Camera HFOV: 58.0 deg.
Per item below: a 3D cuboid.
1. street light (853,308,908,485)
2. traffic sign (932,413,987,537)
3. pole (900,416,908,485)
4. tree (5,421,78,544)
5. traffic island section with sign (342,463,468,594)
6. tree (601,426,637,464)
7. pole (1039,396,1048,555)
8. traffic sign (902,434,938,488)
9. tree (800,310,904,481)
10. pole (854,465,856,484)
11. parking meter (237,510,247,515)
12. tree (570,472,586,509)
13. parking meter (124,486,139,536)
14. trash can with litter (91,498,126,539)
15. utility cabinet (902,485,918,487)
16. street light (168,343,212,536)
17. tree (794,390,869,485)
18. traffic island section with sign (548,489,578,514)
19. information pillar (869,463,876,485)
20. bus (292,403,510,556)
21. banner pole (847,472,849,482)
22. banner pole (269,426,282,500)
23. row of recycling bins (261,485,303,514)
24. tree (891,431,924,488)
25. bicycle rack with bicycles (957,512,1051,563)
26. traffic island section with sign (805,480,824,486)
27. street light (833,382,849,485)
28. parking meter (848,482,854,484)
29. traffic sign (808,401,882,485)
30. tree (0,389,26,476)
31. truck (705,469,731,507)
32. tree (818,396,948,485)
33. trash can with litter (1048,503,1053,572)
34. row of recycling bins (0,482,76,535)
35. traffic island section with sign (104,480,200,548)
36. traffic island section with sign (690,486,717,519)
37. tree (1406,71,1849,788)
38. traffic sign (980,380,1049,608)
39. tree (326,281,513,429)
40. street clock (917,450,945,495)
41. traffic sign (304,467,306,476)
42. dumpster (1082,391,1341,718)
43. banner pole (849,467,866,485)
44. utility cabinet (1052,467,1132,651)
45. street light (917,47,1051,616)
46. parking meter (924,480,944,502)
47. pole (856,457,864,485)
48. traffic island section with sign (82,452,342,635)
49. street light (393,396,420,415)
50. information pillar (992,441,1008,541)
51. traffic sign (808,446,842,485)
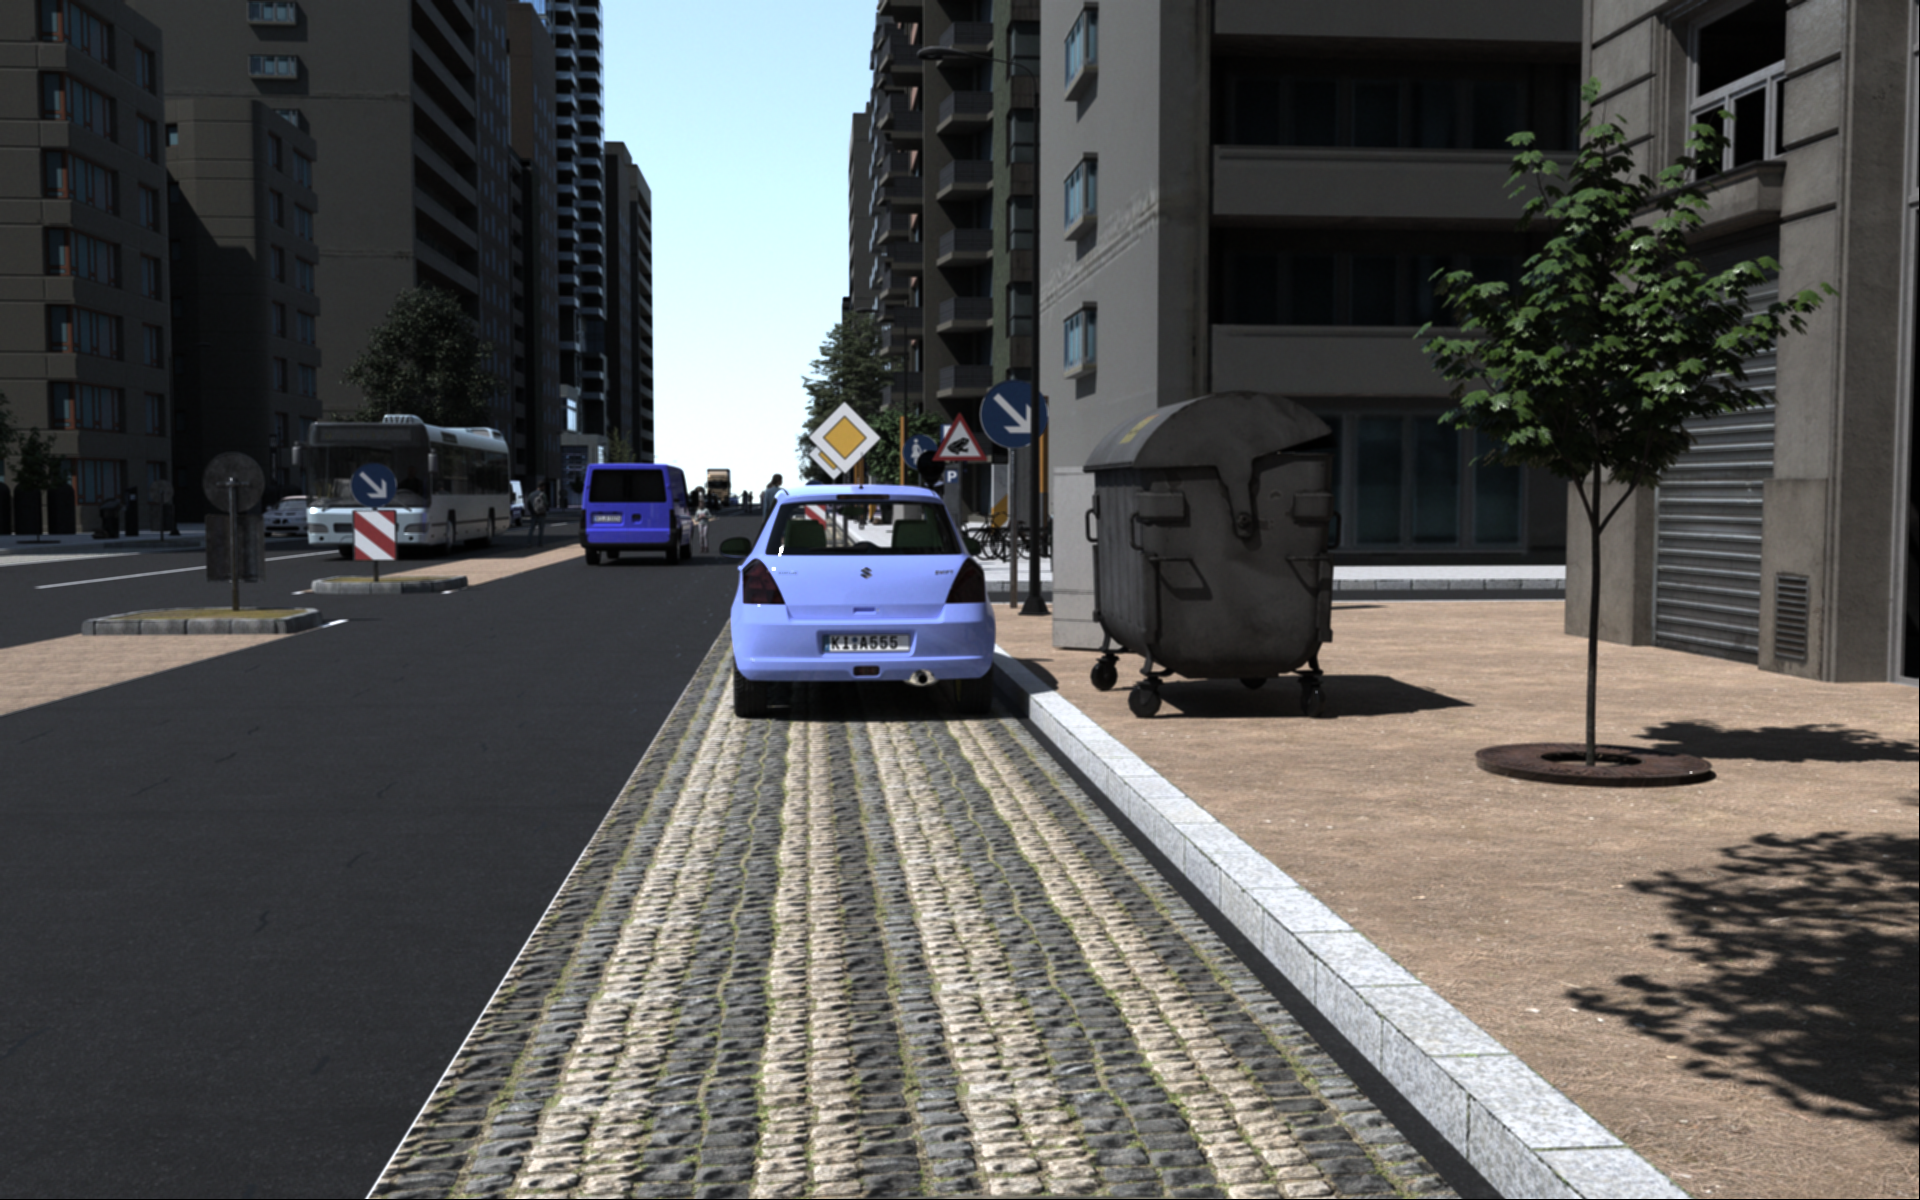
[{"bbox_3d":[-1.904,-4.336,43.434,1.470,5.913,1.316,0,4,-5],"label":"street light"},{"bbox_3d":[-0.003,-1.699,27.779,0.884,2.594,0.081,0,4,2],"label":"traffic sign"},{"bbox_3d":[-1.461,-3.154,45.407,0.158,3.312,0.155,0,3,0],"label":"pole"},{"bbox_3d":[-24.186,-3.093,45.168,1.663,3.219,1.824,0,3,0],"label":"tree"},{"bbox_3d":[-8.568,-1.082,25.820,2.006,1.907,1.989,0,4,-5],"label":"traffic island section with sign"},{"bbox_3d":[-36.688,-14.502,187.462,4.737,8.622,4.395,0,3,0],"label":"tree"},{"bbox_3d":[1.734,-2.585,36.106,0.158,3.312,0.155,0,3,0],"label":"pole"},{"bbox_3d":[-0.844,-2.252,36.918,0.768,2.556,0.104,0,4,-3],"label":"traffic sign"},{"bbox_3d":[-6.443,-11.582,107.487,7.486,12.596,7.792,0,3,0],"label":"tree"},{"bbox_3d":[-4.620,-5.072,76.774,0.158,3.312,0.155,0,3,0],"label":"pole"},{"bbox_3d":[-28.388,-3.834,68.404,0.255,1.863,0.399,1,4,10],"label":"parking meter"},{"bbox_3d":[-33.237,-9.542,150.617,1.663,3.219,1.824,0,3,0],"label":"tree"},{"bbox_3d":[-25.231,-2.711,52.732,0.372,1.533,0.369,0,3,0],"label":"parking meter"},{"bbox_3d":[-24.419,-2.340,49.643,0.624,1.170,1.055,0,4,-1],"label":"trash can with litter"},{"bbox_3d":[-1.283,-2.036,41.970,0.318,1.500,1.173,1,4,20],"label":"utility cabinet"},{"bbox_3d":[-23.708,-4.943,53.353,1.470,5.913,1.316,0,4,-5],"label":"street light"},{"bbox_3d":[-13.640,-16.756,190.964,9.611,12.733,9.660,0,3,0],"label":"tree"},{"bbox_3d":[-28.488,-7.082,124.415,1.989,1.847,2.006,0,4,-5],"label":"traffic island section with sign"},{"bbox_3d":[-3.920,-5.278,77.654,0.183,3.616,0.504,2,4,30],"label":"information pillar"},{"bbox_3d":[-13.375,-2.930,42.767,2.948,3.499,13.247,0,4,-6],"label":"bus"},{"bbox_3d":[-5.708,-6.154,90.627,0.863,3.779,0.401,-1,4,-18],"label":"banner pole"},{"bbox_3d":[-25.116,-4.505,63.676,0.401,3.779,0.863,1,4,13],"label":"banner pole"},{"bbox_3d":[-29.849,-4.223,76.162,1.069,1.692,3.534,0,4,2],"label":"row of recycling bins"},{"bbox_3d":[-1.598,-3.614,53.686,1.663,3.219,1.824,0,3,0],"label":"tree"},{"bbox_3d":[1.072,-1.233,33.547,2.925,0.926,2.852,-1,4,-23],"label":"bicycle rack with bicycles"},{"bbox_3d":[-4.230,-2.482,49.211,1.989,1.847,2.006,0,4,-5],"label":"traffic island section with sign"},{"bbox_3d":[-4.574,-6.094,72.173,1.470,5.913,1.316,0,4,-5],"label":"street light"},{"bbox_3d":[-5.390,-4.896,85.754,0.255,1.863,0.399,-2,4,-28],"label":"parking meter"},{"bbox_3d":[-1.242,-0.922,18.710,0.795,2.450,0.064,0,4,-5],"label":"traffic sign"},{"bbox_3d":[-23.582,-3.471,40.459,4.285,4.588,4.351,0,3,0],"label":"tree"},{"bbox_3d":[-27.179,-12.610,195.083,2.839,4.237,11.283,0,4,-7],"label":"truck"},{"bbox_3d":[-1.833,-4.562,58.306,4.285,4.588,4.351,0,3,0],"label":"tree"},{"bbox_3d":[1.947,-1.027,28.177,1.055,1.170,0.624,0,4,6],"label":"trash can with litter"},{"bbox_3d":[-29.866,-2.909,54.672,3.534,1.692,1.069,-1,4,-18],"label":"row of recycling bins"},{"bbox_3d":[-21.649,-2.323,46.604,1.989,1.847,2.006,0,4,-5],"label":"traffic island section with sign"},{"bbox_3d":[-15.166,-5.660,100.670,2.006,1.907,1.989,0,4,-5],"label":"traffic island section with sign"},{"bbox_3d":[2.926,-0.826,8.112,1.663,3.219,1.824,0,3,0],"label":"tree"},{"bbox_3d":[0.604,-1.180,19.398,0.768,2.556,0.104,0,4,1],"label":"traffic sign"},{"bbox_3d":[-28.769,-10.782,93.292,9.611,12.733,9.660,0,3,0],"label":"tree"},{"bbox_3d":[-0.483,-1.484,28.836,0.471,2.002,0.358,0,4,-2],"label":"street clock"},{"bbox_3d":[-25.759,-4.218,69.078,0.768,2.556,0.104,0,4,-4],"label":"traffic sign"},{"bbox_3d":[1.508,-0.296,10.595,1.264,1.857,1.865,0,4,-5],"label":"dumpster"},{"bbox_3d":[-5.093,-6.023,88.490,0.863,3.779,0.401,0,4,2],"label":"banner pole"},{"bbox_3d":[1.344,-0.331,14.083,1.173,1.500,0.318,2,4,31],"label":"utility cabinet"},{"bbox_3d":[0.255,-2.793,18.210,1.470,5.913,1.316,0,4,-5],"label":"street light"},{"bbox_3d":[-0.469,-1.401,31.325,0.372,1.533,0.369,0,3,0],"label":"parking meter"},{"bbox_3d":[-3.573,-4.214,62.745,0.158,3.312,0.155,0,3,0],"label":"pole"},{"bbox_3d":[-7.928,-0.630,18.441,2.006,1.907,1.989,0,4,-5],"label":"traffic island section with sign"},{"bbox_3d":[-26.184,-6.688,81.896,1.470,5.913,1.316,0,4,-5],"label":"street light"},{"bbox_3d":[1.089,-3.459,47.912,0.504,3.616,0.183,-2,4,-29],"label":"information pillar"},{"bbox_3d":[-1.942,-1.408,26.665,0.795,2.450,0.064,0,4,-5],"label":"traffic sign"}]
